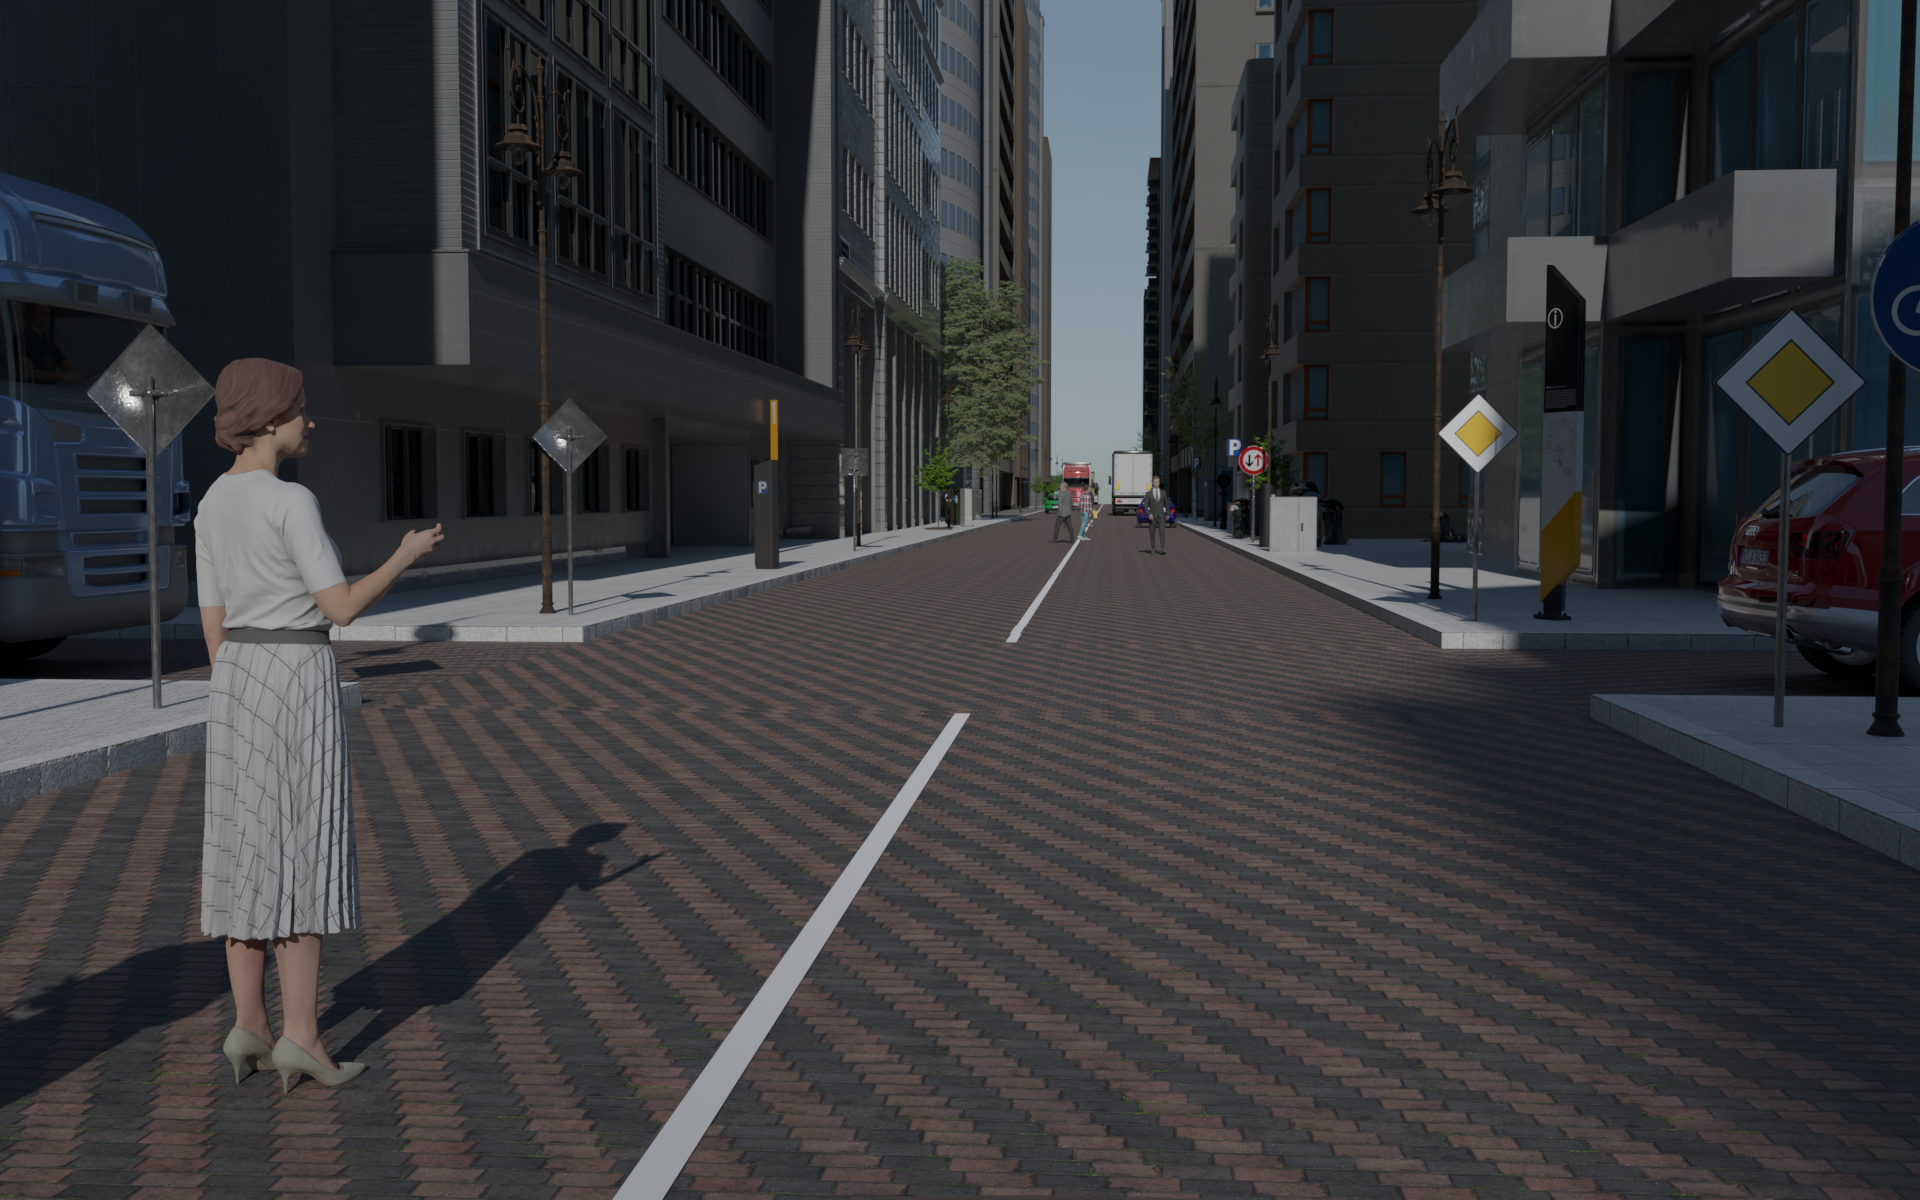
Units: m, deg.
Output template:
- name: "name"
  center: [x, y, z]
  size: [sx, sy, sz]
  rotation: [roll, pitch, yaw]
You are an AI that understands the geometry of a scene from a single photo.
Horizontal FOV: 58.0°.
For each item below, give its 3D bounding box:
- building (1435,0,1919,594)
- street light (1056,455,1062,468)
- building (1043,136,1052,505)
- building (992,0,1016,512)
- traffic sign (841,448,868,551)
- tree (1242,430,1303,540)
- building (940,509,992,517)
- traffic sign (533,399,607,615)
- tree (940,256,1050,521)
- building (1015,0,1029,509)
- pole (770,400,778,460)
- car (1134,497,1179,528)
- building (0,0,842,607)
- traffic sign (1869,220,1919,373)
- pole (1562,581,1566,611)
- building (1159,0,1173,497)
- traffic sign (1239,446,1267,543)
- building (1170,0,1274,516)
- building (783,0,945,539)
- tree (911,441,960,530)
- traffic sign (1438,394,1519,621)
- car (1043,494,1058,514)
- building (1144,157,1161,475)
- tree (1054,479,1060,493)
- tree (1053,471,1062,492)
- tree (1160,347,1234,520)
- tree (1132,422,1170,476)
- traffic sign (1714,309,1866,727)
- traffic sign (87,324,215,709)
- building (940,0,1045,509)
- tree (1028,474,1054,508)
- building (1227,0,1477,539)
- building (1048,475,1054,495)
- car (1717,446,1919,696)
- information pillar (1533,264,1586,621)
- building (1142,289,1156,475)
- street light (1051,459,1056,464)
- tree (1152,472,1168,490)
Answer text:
- name: "building"
  center: [22.897, -24.816, 25.351]
  size: [30.456, 49.044, 23.786]
  rotation: [0, 4, 5]
- name: "street light"
  center: [11.291, -13.996, 201.615]
  size: [0.468, 5.910, 1.993]
  rotation: [0, 4, 5]
- name: "building"
  center: [4.092, -34.413, 212.762]
  size: [14.600, 45.320, 14.200]
  rotation: [0, 4, 5]
- name: "building"
  center: [-6.984, -31.112, 132.389]
  size: [21.300, 48.544, 21.600]
  rotation: [0, 4, 5]
- name: "traffic sign"
  center: [-2.357, -2.237, 38.703]
  size: [0.606, 2.300, 0.079]
  rotation: [1, 4, 10]
- name: "tree"
  center: [8.477, -3.274, 48.131]
  size: [1.663, 3.219, 1.824]
  rotation: [0, 3, 0]
- name: "building"
  center: [-9.372, -34.577, 107.338]
  size: [21.231, 58.520, 28.212]
  rotation: [0, 4, 5]
- name: "traffic sign"
  center: [-4.112, -0.894, 18.259]
  size: [0.795, 2.450, 0.064]
  rotation: [0, 4, 5]
- name: "tree"
  center: [0.406, -10.114, 83.492]
  size: [7.486, 12.596, 7.792]
  rotation: [0, 3, 0]
- name: "building"
  center: [-1.244, -30.610, 150.583]
  size: [14.600, 45.320, 14.200]
  rotation: [0, 4, 5]
- name: "pole"
  center: [-4.033, -2.678, 37.633]
  size: [0.158, 3.312, 0.155]
  rotation: [0, 3, 0]
- name: "car"
  center: [8.443, -3.788, 74.517]
  size: [1.945, 1.354, 3.894]
  rotation: [0, 4, 6]
- name: "building"
  center: [-11.613, -13.150, 34.065]
  size: [14.314, 24.678, 30.058]
  rotation: [0, 4, 5]
- name: "traffic sign"
  center: [4.472, -0.472, 7.817]
  size: [0.768, 2.556, 0.104]
  rotation: [1, 4, 9]
- name: "pole"
  center: [6.592, -1.539, 19.009]
  size: [0.158, 3.312, 0.155]
  rotation: [0, 3, 0]
- name: "building"
  center: [32.734, -39.749, 191.896]
  size: [21.231, 58.520, 28.212]
  rotation: [0, 4, 5]
- name: "traffic sign"
  center: [7.757, -2.794, 45.781]
  size: [0.768, 2.556, 0.104]
  rotation: [1, 4, 14]
- name: "building"
  center: [26.632, -30.789, 127.100]
  size: [21.300, 48.544, 21.600]
  rotation: [0, 4, 5]
- name: "building"
  center: [-7.515, -17.495, 63.543]
  size: [11.434, 29.767, 29.804]
  rotation: [0, 4, 5]
- name: "tree"
  center: [-0.778, -4.159, 62.594]
  size: [1.663, 3.219, 1.824]
  rotation: [0, 3, 0]
- name: "traffic sign"
  center: [5.196, -0.844, 17.436]
  size: [0.795, 2.450, 0.064]
  rotation: [0, 4, 5]
- name: "car"
  center: [7.199, -7.326, 128.580]
  size: [1.959, 1.807, 4.718]
  rotation: [0, 4, 5]
- name: "building"
  center: [34.797, -34.627, 220.768]
  size: [22.147, 44.769, 28.867]
  rotation: [0, 4, 5]
- name: "tree"
  center: [9.917, -11.864, 188.583]
  size: [1.663, 3.219, 1.824]
  rotation: [0, 3, 0]
- name: "tree"
  center: [14.199, -16.030, 245.805]
  size: [4.285, 4.588, 4.351]
  rotation: [0, 3, 0]
- name: "tree"
  center: [11.909, -8.323, 86.437]
  size: [4.737, 8.622, 4.395]
  rotation: [0, 3, 0]
- name: "tree"
  center: [19.661, -13.849, 176.787]
  size: [4.360, 8.622, 3.978]
  rotation: [0, 3, 0]
- name: "traffic sign"
  center: [4.508, -0.357, 9.481]
  size: [0.795, 2.450, 0.064]
  rotation: [0, 4, 5]
- name: "traffic sign"
  center: [-4.800, -0.407, 10.303]
  size: [0.795, 2.450, 0.064]
  rotation: [0, 4, 5]
- name: "building"
  center: [-1.819, -39.732, 191.623]
  size: [21.231, 58.520, 28.212]
  rotation: [0, 4, 5]
- name: "tree"
  center: [7.429, -10.310, 163.165]
  size: [1.663, 3.219, 1.824]
  rotation: [0, 3, 0]
- name: "building"
  center: [24.667, -13.294, 62.391]
  size: [27.650, 21.520, 28.899]
  rotation: [0, 4, 5]
- name: "building"
  center: [2.229, -48.399, 229.571]
  size: [20.563, 71.187, 20.611]
  rotation: [0, 4, 5]
- name: "car"
  center: [8.423, -0.243, 12.644]
  size: [5.304, 1.827, 2.281]
  rotation: [0, 4, 5]
- name: "information pillar"
  center: [6.093, -1.601, 17.534]
  size: [0.183, 3.616, 0.504]
  rotation: [-2, 4, -24]
- name: "building"
  center: [32.648, -28.821, 242.916]
  size: [14.160, 30.474, 14.107]
  rotation: [0, 4, 5]
- name: "street light"
  center: [9.294, -12.550, 177.976]
  size: [0.468, 5.910, 1.993]
  rotation: [0, 4, 5]
- name: "tree"
  center: [17.060, -9.513, 150.146]
  size: [1.663, 3.219, 1.824]
  rotation: [0, 3, 0]
